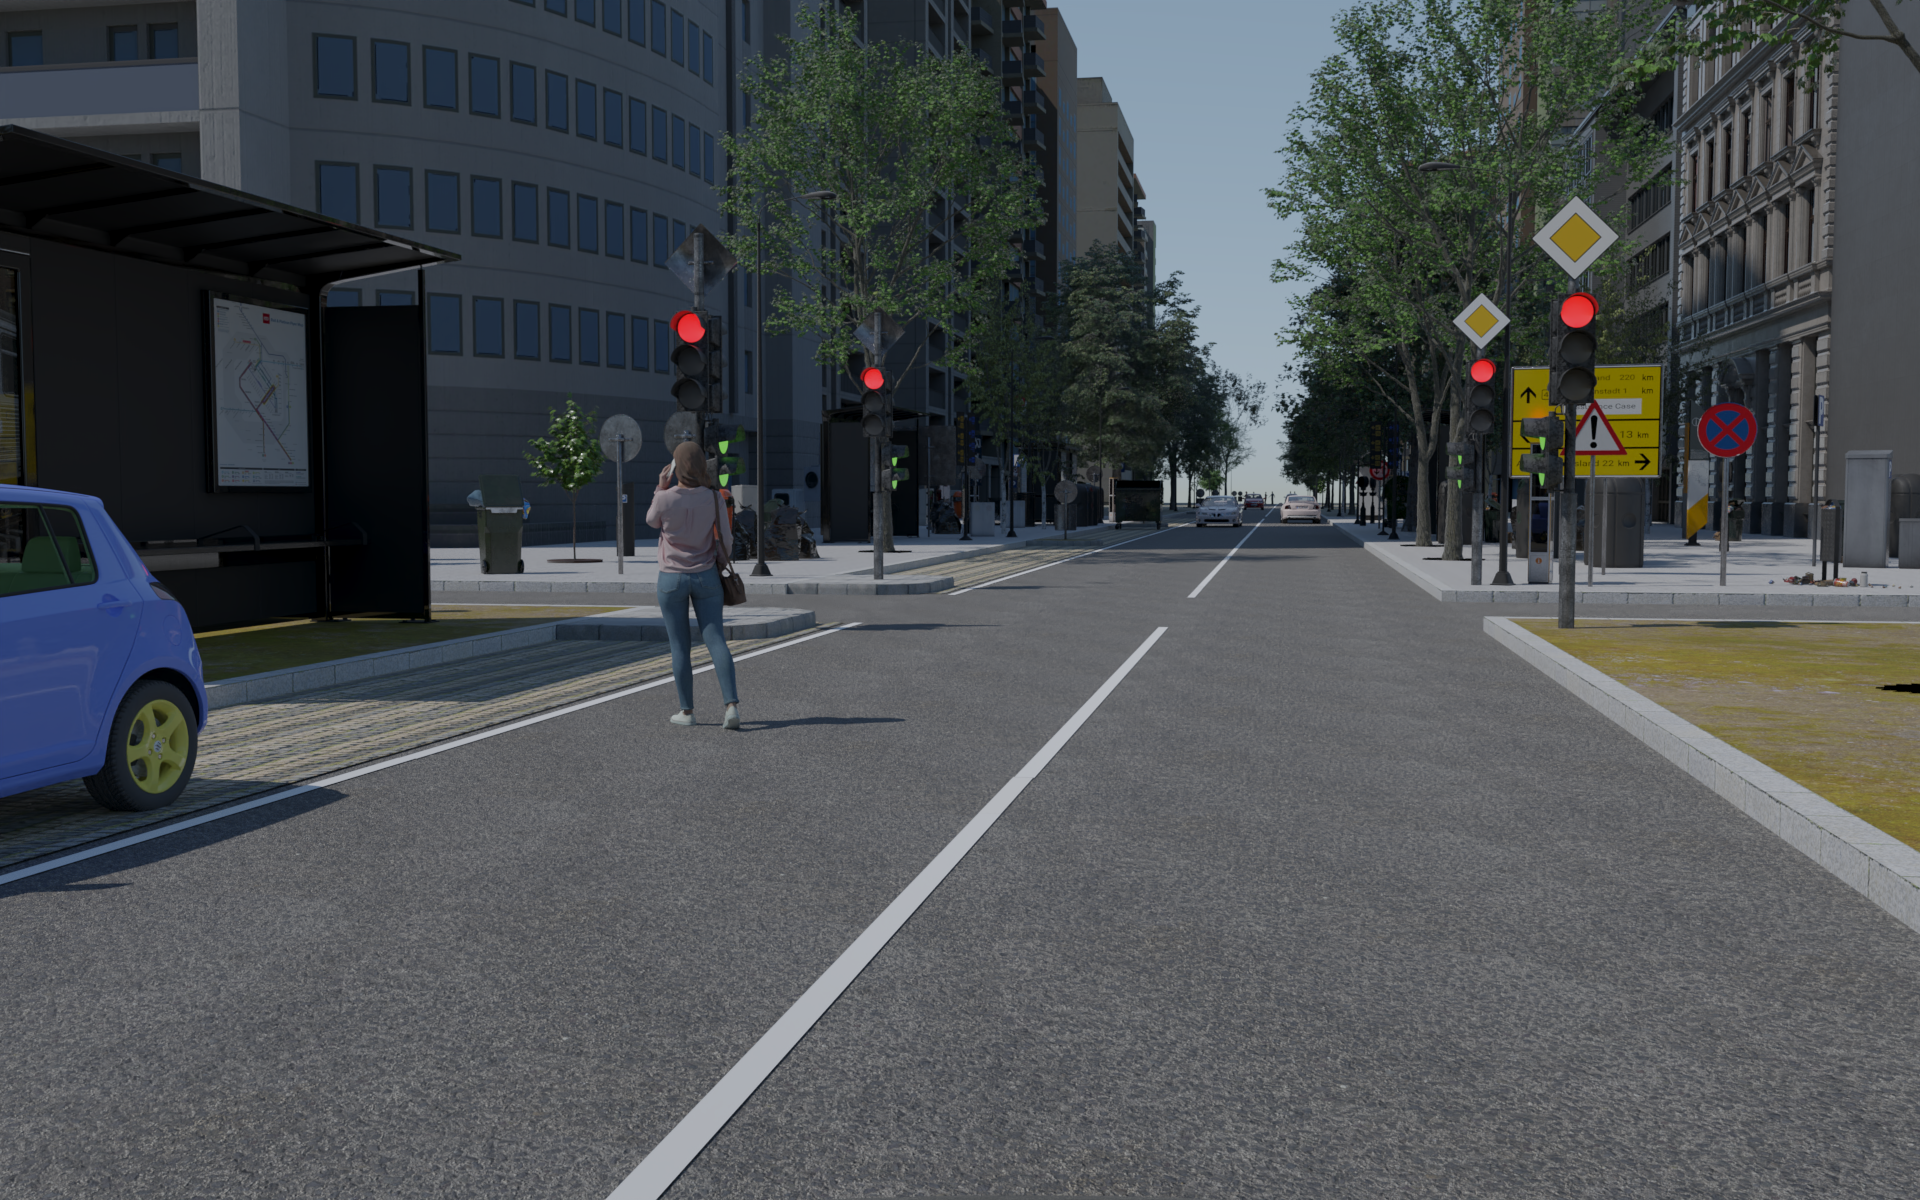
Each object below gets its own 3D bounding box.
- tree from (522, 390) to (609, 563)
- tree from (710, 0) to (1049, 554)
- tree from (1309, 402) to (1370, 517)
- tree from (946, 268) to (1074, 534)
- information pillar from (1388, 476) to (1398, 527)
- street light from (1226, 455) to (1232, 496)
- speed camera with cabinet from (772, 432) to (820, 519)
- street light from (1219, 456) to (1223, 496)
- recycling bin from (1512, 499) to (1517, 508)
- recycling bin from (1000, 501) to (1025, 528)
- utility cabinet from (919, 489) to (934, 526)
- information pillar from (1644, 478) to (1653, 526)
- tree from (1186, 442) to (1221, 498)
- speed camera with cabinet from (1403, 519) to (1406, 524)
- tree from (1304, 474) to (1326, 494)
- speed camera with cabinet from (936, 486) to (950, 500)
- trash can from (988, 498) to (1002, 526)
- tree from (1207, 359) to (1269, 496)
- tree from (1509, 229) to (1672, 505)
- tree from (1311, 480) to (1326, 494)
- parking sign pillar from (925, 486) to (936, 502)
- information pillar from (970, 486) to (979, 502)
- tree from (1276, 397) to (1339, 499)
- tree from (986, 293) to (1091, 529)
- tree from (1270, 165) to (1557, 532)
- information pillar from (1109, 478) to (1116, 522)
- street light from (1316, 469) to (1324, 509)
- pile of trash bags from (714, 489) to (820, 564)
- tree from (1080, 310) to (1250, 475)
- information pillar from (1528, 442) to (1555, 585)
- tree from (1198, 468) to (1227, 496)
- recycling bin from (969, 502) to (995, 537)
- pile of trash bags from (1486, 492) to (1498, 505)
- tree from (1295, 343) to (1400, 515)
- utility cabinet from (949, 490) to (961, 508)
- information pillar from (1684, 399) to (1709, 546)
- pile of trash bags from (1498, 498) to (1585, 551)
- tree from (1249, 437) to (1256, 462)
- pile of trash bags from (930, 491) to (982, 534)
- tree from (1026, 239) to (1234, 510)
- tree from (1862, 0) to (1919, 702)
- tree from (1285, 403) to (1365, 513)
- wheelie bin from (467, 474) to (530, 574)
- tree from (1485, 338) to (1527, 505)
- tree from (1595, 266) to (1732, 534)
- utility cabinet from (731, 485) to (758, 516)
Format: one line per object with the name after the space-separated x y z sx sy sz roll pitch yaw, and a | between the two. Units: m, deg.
-7.376 -2.315 32.448 1.663 3.219 1.824 0 3 0 | tree
-1.796 -6.844 37.651 9.928 11.665 9.643 0 3 0 | tree
21.344 -8.858 95.189 4.360 8.622 3.978 0 3 0 | tree
1.464 -6.434 55.561 4.737 8.622 4.395 0 3 0 | tree
17.100 -3.911 68.434 0.304 2.012 0.304 3 5 43 | information pillar
31.647 -14.369 207.475 1.470 5.913 1.316 1 4 11 | street light
-5.138 -3.761 55.825 2.038 3.252 0.660 2 4 35 | speed camera with cabinet
26.969 -12.892 183.331 1.470 5.913 1.316 1 4 11 | street light
26.353 -4.191 81.084 0.722 1.027 0.722 -1 4 -15 | recycling bin
2.006 -3.267 65.968 0.722 1.027 0.722 -2 4 -28 | recycling bin
-1.368 -3.745 69.906 0.318 1.500 1.173 1 4 15 | utility cabinet
27.602 -3.973 69.447 0.304 2.012 0.304 1 4 19 | information pillar
23.960 -13.685 174.115 4.360 8.622 3.978 0 3 0 | tree
18.128 -4.552 68.753 0.660 3.252 2.038 2 4 27 | speed camera with cabinet
49.486 -15.755 241.300 4.285 4.588 4.351 0 3 0 | tree
-1.264 -5.543 84.969 0.660 3.252 2.038 -2 4 -32 | speed camera with cabinet
1.484 -3.620 70.840 0.748 1.137 0.748 0 3 0 | trash can
37.191 -23.618 242.039 12.611 20.169 13.585 0 3 0 | tree
17.730 -6.014 48.687 4.737 8.622 4.395 0 3 0 | tree
50.993 -15.535 248.600 1.663 3.219 1.824 0 3 0 | tree
-1.264 -5.225 73.899 1.447 3.967 1.447 0 4 -5 | parking sign pillar
0.547 -3.948 69.039 0.304 2.012 0.304 3 4 36 | information pillar
44.317 -18.955 216.575 9.857 13.997 8.962 0 3 0 | tree
3.021 -6.882 62.885 4.360 8.622 3.978 0 3 0 | tree
15.489 -8.668 58.725 9.611 12.733 9.660 0 3 0 | tree
6.953 -4.518 78.355 0.304 2.012 0.304 -2 4 -33 | information pillar
21.501 -7.827 100.506 1.470 5.913 1.316 1 4 11 | street light
-4.024 -1.442 33.325 1.912 1.369 3.447 1 4 15 | pile of trash bags
12.337 -12.468 114.218 12.009 13.543 11.850 0 3 0 | tree
8.273 -1.232 24.637 0.304 2.012 0.304 2 4 29 | information pillar
28.164 -12.846 193.740 4.285 4.588 4.351 0 3 0 | tree
0.667 -2.450 52.616 0.722 1.027 0.722 0 4 -4 | recycling bin
29.486 -4.984 91.240 3.447 1.369 1.912 1 4 9 | pile of trash bags
24.682 -11.541 106.819 7.486 12.596 7.792 0 3 0 | tree
-0.239 -5.708 102.003 1.173 1.500 0.318 0 4 -3 | utility cabinet
18.231 -3.146 42.800 0.504 3.616 0.183 0 4 3 | information pillar
13.788 -1.868 40.298 1.912 1.369 3.447 1 4 10 | pile of trash bags
33.327 -19.237 224.893 12.009 13.543 11.850 0 3 0 | tree
-0.024 -2.888 56.967 1.912 1.369 3.447 0 4 -2 | pile of trash bags
7.835 -10.964 85.911 9.857 13.997 8.962 0 3 0 | tree
6.570 -5.183 10.492 9.928 11.665 9.643 0 3 0 | tree
29.838 -12.528 139.243 8.767 10.594 7.601 2 4 33 | tree
-7.443 -1.222 27.895 0.980 1.594 0.693 -2 4 -28 | wheelie bin
20.649 -7.161 67.450 4.360 8.622 3.978 0 3 0 | tree
22.263 -6.437 55.603 4.360 8.622 3.978 0 3 0 | tree
-5.260 -2.081 42.705 0.318 1.500 1.173 1 4 18 | utility cabinet
